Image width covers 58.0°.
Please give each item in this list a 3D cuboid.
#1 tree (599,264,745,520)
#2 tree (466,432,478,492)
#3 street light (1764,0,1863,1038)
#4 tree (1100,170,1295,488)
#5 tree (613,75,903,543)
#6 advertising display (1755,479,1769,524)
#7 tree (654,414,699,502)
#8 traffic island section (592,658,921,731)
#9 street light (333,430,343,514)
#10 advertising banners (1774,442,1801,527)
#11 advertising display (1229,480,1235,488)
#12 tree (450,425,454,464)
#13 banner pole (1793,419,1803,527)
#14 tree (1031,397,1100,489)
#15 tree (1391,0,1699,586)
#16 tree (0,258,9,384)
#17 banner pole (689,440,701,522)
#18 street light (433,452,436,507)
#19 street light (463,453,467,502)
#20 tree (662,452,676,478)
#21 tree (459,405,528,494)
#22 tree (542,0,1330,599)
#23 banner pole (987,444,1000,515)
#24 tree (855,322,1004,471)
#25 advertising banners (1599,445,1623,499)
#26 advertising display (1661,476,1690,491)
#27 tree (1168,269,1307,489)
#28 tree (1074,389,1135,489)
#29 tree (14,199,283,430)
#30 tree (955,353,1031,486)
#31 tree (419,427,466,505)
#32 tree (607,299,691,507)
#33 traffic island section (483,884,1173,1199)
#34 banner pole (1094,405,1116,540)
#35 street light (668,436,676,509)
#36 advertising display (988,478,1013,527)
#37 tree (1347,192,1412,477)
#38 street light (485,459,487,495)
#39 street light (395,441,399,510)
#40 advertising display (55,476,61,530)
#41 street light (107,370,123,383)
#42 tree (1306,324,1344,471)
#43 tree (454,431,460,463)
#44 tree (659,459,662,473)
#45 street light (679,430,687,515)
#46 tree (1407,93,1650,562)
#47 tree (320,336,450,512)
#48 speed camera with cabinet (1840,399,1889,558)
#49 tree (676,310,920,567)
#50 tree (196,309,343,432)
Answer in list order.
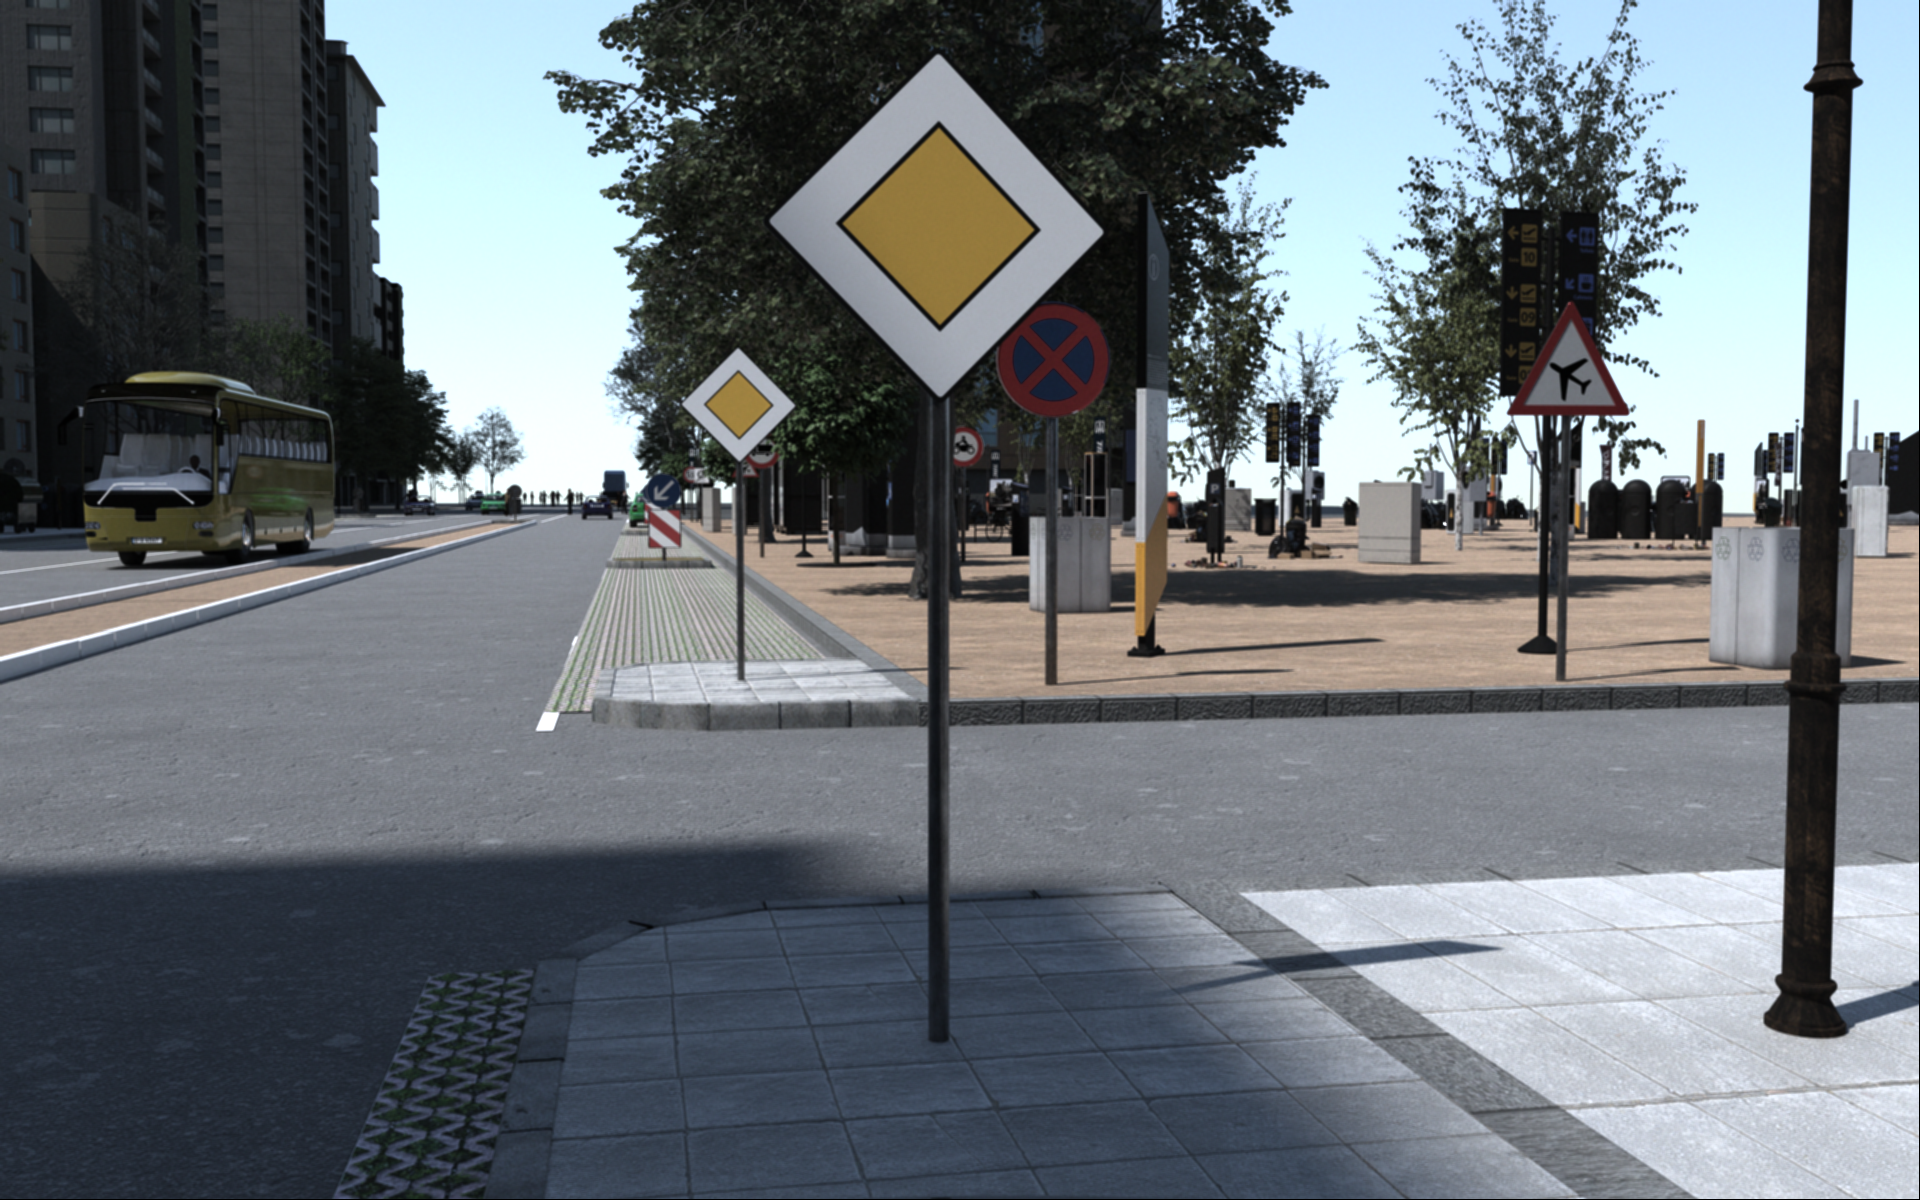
[{"bbox_3d":[-12.978,-10.807,87.058,12.009,13.543,11.850,0,3,0],"label":"tree"},{"bbox_3d":[-58.537,-15.465,203.210,4.737,8.622,4.395,0,3,0],"label":"tree"},{"bbox_3d":[2.033,-1.908,3.989,0.468,5.910,1.993,-1,4,-10],"label":"street light"},{"bbox_3d":[5.849,-5.480,39.952,4.737,8.622,4.395,0,3,0],"label":"tree"},{"bbox_3d":[-5.108,-7.756,44.936,7.486,12.596,7.792,0,3,0],"label":"tree"},{"bbox_3d":[34.095,-4.185,73.640,0.123,1.923,0.974,0,4,0],"label":"advertising display"},{"bbox_3d":[-24.215,-12.178,149.479,4.737,8.622,4.395,0,3,0],"label":"tree"},{"bbox_3d":[-1.488,0.632,11.942,2.009,0.180,2.903,-1,4,-10],"label":"traffic island section"},{"bbox_3d":[-40.288,-8.525,112.177,0.468,5.910,1.993,-1,4,-10],"label":"street light"},{"bbox_3d":[28.262,-3.842,59.011,2.074,3.025,0.090,-2,4,-34],"label":"advertising banners"},{"bbox_3d":[12.502,-4.557,79.725,0.123,1.923,0.974,0,4,-1],"label":"advertising display"},{"bbox_3d":[-47.728,-13.941,146.064,7.486,12.596,7.792,0,3,0],"label":"tree"},{"bbox_3d":[27.922,-4.124,57.449,0.401,3.779,0.863,-2,4,-27],"label":"banner pole"},{"bbox_3d":[5.304,-7.876,79.132,4.737,8.622,4.395,0,3,0],"label":"tree"},{"bbox_3d":[8.183,-4.491,23.798,4.360,8.622,3.978,0,3,0],"label":"tree"},{"bbox_3d":[-29.104,-6.049,49.272,4.737,8.622,4.395,0,3,0],"label":"tree"},{"bbox_3d":[-12.263,-5.493,79.828,0.401,3.779,0.863,-3,5,-43],"label":"banner pole"},{"bbox_3d":[-50.207,-11.785,165.471,0.468,5.910,1.993,-1,4,-10],"label":"street light"},{"bbox_3d":[-55.191,-13.474,193.090,0.468,5.910,1.993,-1,4,-10],"label":"street light"},{"bbox_3d":[-8.326,-4.976,65.074,4.285,4.588,4.351,0,3,0],"label":"tree"},{"bbox_3d":[-63.708,-19.896,235.662,12.009,13.543,11.850,0,3,0],"label":"tree"},{"bbox_3d":[-0.193,-7.005,21.180,9.857,13.997,8.962,0,3,0],"label":"tree"},{"bbox_3d":[1.614,-5.898,86.457,0.863,3.779,0.401,1,4,12],"label":"banner pole"},{"bbox_3d":[-0.777,-6.426,55.430,4.360,8.622,3.978,0,3,0],"label":"tree"},{"bbox_3d":[23.561,-3.995,61.500,2.074,3.025,0.090,-1,4,-15],"label":"advertising banners"},{"bbox_3d":[25.581,-3.471,61.963,0.974,1.923,0.123,2,4,24],"label":"advertising display"},{"bbox_3d":[8.567,-6.539,57.277,4.360,8.622,3.978,0,3,0],"label":"tree"},{"bbox_3d":[6.871,-8.281,85.753,4.360,8.622,3.978,0,3,0],"label":"tree"},{"bbox_3d":[-34.214,-9.954,73.121,12.009,13.543,11.850,0,3,0],"label":"tree"},{"bbox_3d":[-0.077,-7.850,78.704,4.737,8.622,4.395,0,3,0],"label":"tree"},{"bbox_3d":[-51.754,-13.418,169.745,4.737,8.622,4.395,0,3,0],"label":"tree"},{"bbox_3d":[-30.052,-19.271,170.971,12.611,20.169,13.585,0,3,0],"label":"tree"},{"bbox_3d":[-0.031,1.113,4.091,2.009,0.180,2.903,-1,4,-10],"label":"traffic island section"},{"bbox_3d":[4.071,-3.614,49.102,0.401,3.779,0.863,-3,5,-40],"label":"banner pole"},{"bbox_3d":[-22.025,-9.825,133.419,0.468,5.910,1.993,-1,4,-10],"label":"street light"},{"bbox_3d":[1.602,-3.830,67.840,0.974,1.923,0.123,0,3,0],"label":"advertising display"},{"bbox_3d":[11.130,-5.423,39.033,4.737,8.622,4.395,0,3,0],"label":"tree"},{"bbox_3d":[-60.354,-15.165,220.737,0.468,5.910,1.993,-1,4,-10],"label":"street light"},{"bbox_3d":[-45.407,-10.218,139.859,0.468,5.910,1.993,-1,4,-10],"label":"street light"},{"bbox_3d":[-32.745,-3.528,62.892,0.123,1.923,0.974,-2,4,-31],"label":"advertising display"},{"bbox_3d":[-31.333,-5.603,64.399,0.468,5.910,1.993,-1,4,-10],"label":"street light"},{"bbox_3d":[14.706,-7.610,74.785,4.360,8.622,3.978,0,3,0],"label":"tree"},{"bbox_3d":[-49.313,-14.597,156.790,7.486,12.596,7.792,0,3,0],"label":"tree"},{"bbox_3d":[-18.939,-8.222,118.145,4.285,4.588,4.351,0,3,0],"label":"tree"},{"bbox_3d":[-16.892,-8.137,105.827,0.468,5.910,1.993,-1,4,-10],"label":"street light"},{"bbox_3d":[10.967,-5.033,32.650,4.737,8.622,4.395,0,3,0],"label":"tree"},{"bbox_3d":[-42.502,-12.621,124.472,7.486,12.596,7.792,0,3,0],"label":"tree"},{"bbox_3d":[18.636,-2.521,35.551,0.660,3.252,2.038,1,4,21],"label":"speed camera with cabinet"},{"bbox_3d":[-2.138,-2.885,30.878,4.285,4.588,4.351,0,3,0],"label":"tree"},{"bbox_3d":[-39.102,-10.585,98.818,9.928,11.665,9.643,0,3,0],"label":"tree"}]
